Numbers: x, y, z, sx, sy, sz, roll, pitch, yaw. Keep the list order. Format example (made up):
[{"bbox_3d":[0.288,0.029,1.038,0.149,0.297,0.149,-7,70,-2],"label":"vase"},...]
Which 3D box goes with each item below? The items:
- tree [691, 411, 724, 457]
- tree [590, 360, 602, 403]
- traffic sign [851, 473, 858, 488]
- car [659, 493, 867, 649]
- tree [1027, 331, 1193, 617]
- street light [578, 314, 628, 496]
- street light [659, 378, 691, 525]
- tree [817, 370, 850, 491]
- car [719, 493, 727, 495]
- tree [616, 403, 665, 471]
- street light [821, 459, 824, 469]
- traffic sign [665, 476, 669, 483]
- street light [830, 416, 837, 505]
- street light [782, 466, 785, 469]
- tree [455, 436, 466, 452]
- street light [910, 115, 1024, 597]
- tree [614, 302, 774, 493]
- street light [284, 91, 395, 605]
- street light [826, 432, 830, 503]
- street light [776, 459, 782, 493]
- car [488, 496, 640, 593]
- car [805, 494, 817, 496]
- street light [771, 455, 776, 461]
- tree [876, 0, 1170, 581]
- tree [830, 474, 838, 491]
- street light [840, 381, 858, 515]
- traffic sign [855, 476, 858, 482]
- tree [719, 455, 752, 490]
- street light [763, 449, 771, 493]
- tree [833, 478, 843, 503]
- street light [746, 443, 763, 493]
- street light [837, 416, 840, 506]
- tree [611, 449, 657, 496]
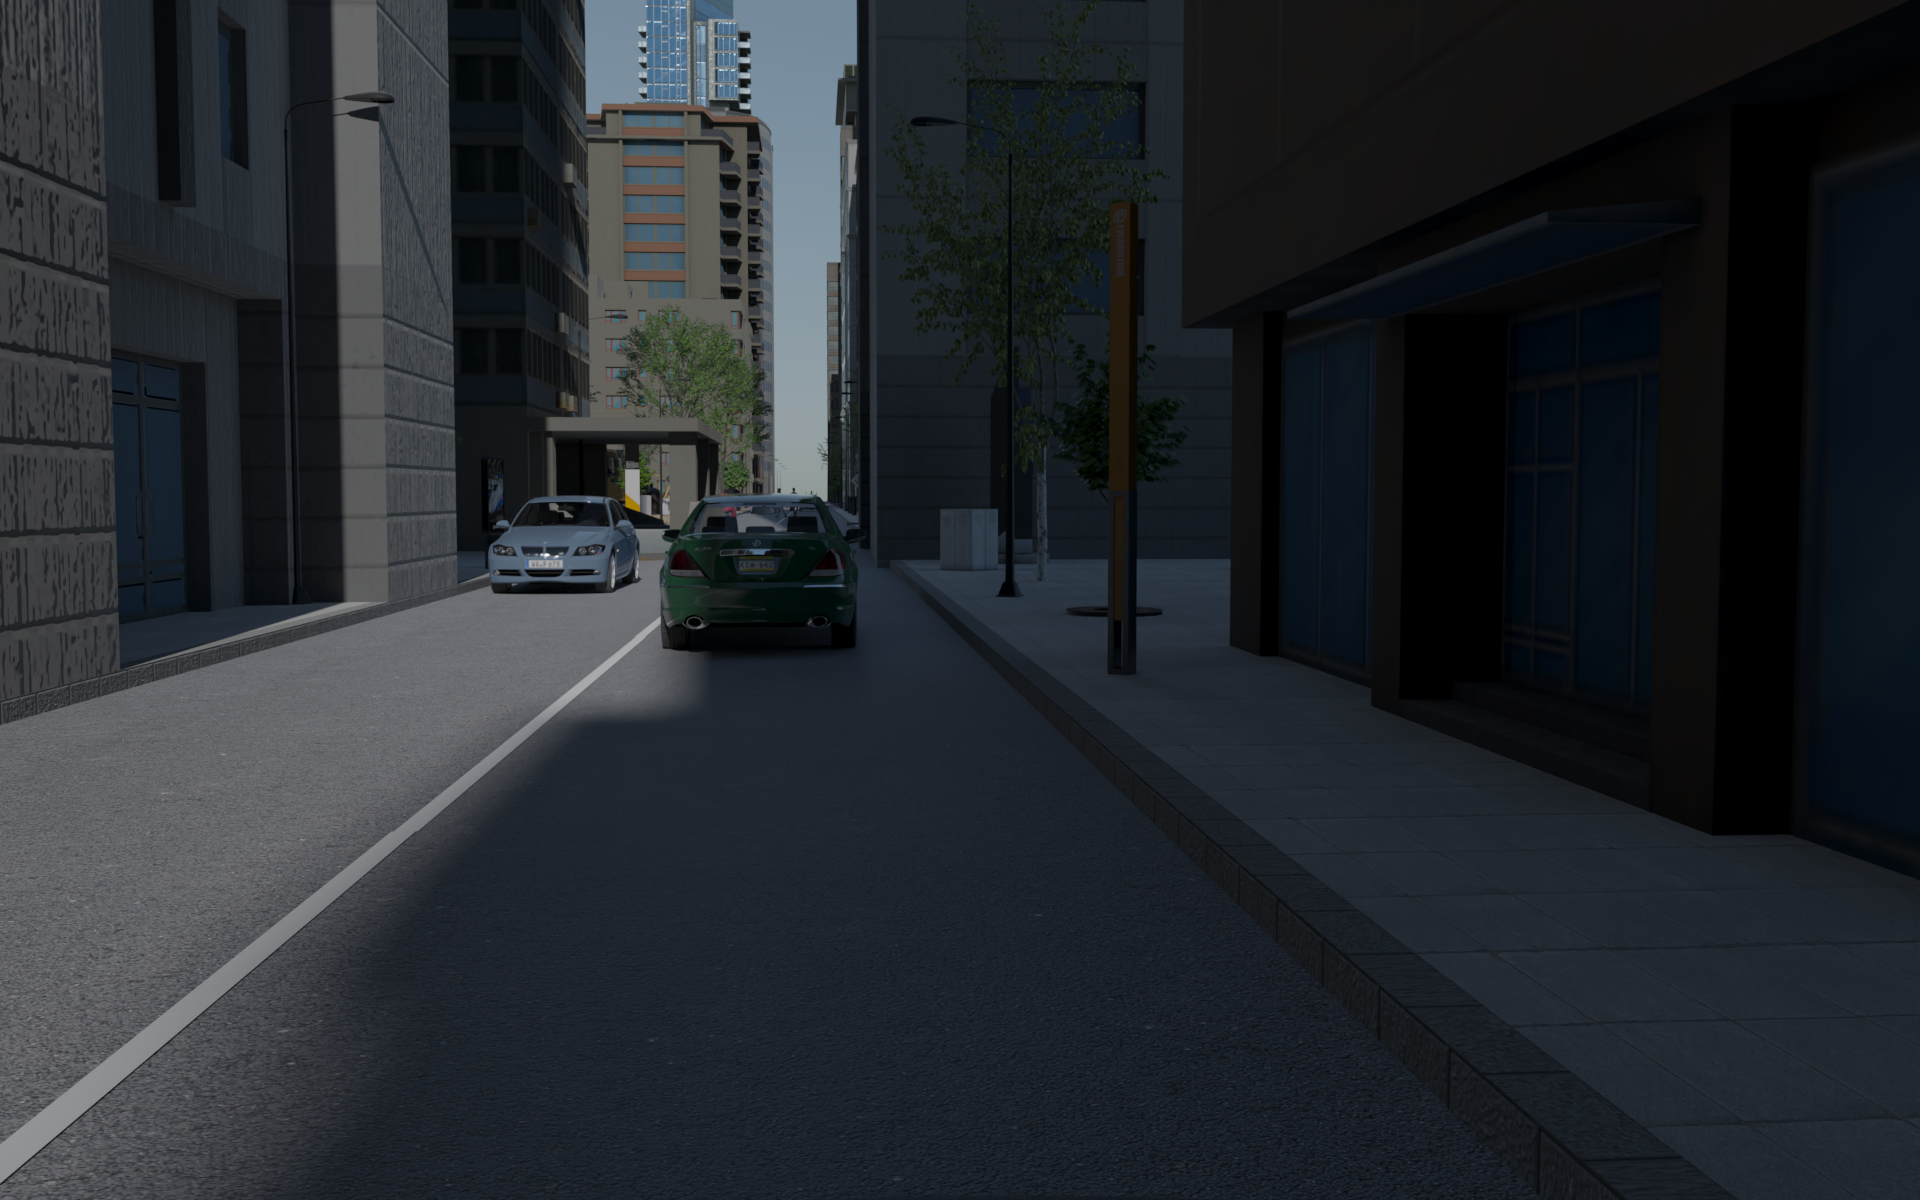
[{"bbox_3d":[-22.407,-12.275,151.060,4.737,8.622,4.395,0,3,0],"label":"tree"},{"bbox_3d":[-18.810,-7.953,80.396,4.360,8.622,3.978,0,3,0],"label":"tree"},{"bbox_3d":[-4.604,-4.614,79.088,0.795,2.450,0.064,0,4,-5],"label":"traffic sign"},{"bbox_3d":[-1.984,-0.349,17.509,2.131,1.459,4.920,0,4,-5],"label":"car"},{"bbox_3d":[1.690,-1.451,18.324,1.663,3.219,1.824,0,3,0],"label":"tree"},{"bbox_3d":[-9.256,-4.417,44.766,1.470,5.913,1.316,0,4,-5],"label":"street light"},{"bbox_3d":[-11.449,-5.925,69.417,1.470,5.913,1.316,0,4,-5],"label":"street light"},{"bbox_3d":[-4.848,-8.910,96.047,4.737,8.622,4.395,0,3,0],"label":"tree"},{"bbox_3d":[-9.204,-3.373,64.187,2.155,1.783,4.494,0,4,-7],"label":"car"},{"bbox_3d":[-24.762,-11.322,135.478,4.360,8.622,3.978,0,3,0],"label":"tree"},{"bbox_3d":[-15.406,-14.251,205.549,1.470,5.913,1.316,0,4,-5],"label":"street light"},{"bbox_3d":[-11.601,-4.090,70.507,0.795,2.450,0.064,0,4,-5],"label":"traffic sign"},{"bbox_3d":[-6.878,-8.017,103.616,1.470,5.913,1.316,0,4,-5],"label":"street light"},{"bbox_3d":[-27.633,-17.712,262.135,1.470,5.913,1.316,0,4,-5],"label":"street light"},{"bbox_3d":[-8.820,-2.009,27.450,1.663,3.219,1.824,0,3,0],"label":"tree"},{"bbox_3d":[0.085,-2.992,21.463,1.470,5.913,1.316,0,4,-5],"label":"street light"},{"bbox_3d":[-15.172,-10.368,95.277,9.928,11.665,9.643,0,3,0],"label":"tree"},{"bbox_3d":[-7.221,-2.909,20.102,1.470,5.913,1.316,0,4,-5],"label":"street light"},{"bbox_3d":[-9.062,-9.585,129.254,1.470,5.913,1.316,0,4,-5],"label":"street light"},{"bbox_3d":[-25.549,-16.204,237.475,1.470,5.913,1.316,0,4,-5],"label":"street light"},{"bbox_3d":[-5.978,-0.889,26.541,2.014,1.417,4.499,0,4,-3],"label":"car"},{"bbox_3d":[-12.575,-8.111,144.615,2.014,1.417,4.499,0,4,-5],"label":"car"},{"bbox_3d":[-22.724,-14.173,204.269,1.470,5.913,1.316,0,4,-5],"label":"street light"},{"bbox_3d":[0.972,-4.583,25.297,4.737,8.622,4.395,0,3,0],"label":"tree"},{"bbox_3d":[-16.872,-15.893,243.556,4.285,4.588,4.351,0,3,0],"label":"tree"},{"bbox_3d":[-4.057,-6.026,71.071,1.470,5.913,1.316,0,4,-5],"label":"street light"},{"bbox_3d":[-3.932,-4.128,71.131,0.795,2.450,0.064,0,4,-5],"label":"traffic sign"},{"bbox_3d":[-19.044,-9.851,144.772,4.285,4.588,4.351,0,3,0],"label":"tree"},{"bbox_3d":[-20.676,-12.665,179.607,1.470,5.913,1.316,0,4,-5],"label":"street light"},{"bbox_3d":[-17.157,-15.518,248.313,1.663,3.219,1.824,0,3,0],"label":"tree"},{"bbox_3d":[-18.548,-11.134,154.582,1.470,5.913,1.316,0,4,-5],"label":"street light"},{"bbox_3d":[-4.728,-6.509,78.962,1.470,5.913,1.316,0,4,-5],"label":"street light"},{"bbox_3d":[-12.256,-4.361,65.907,1.663,3.219,1.824,0,3,0],"label":"tree"}]
